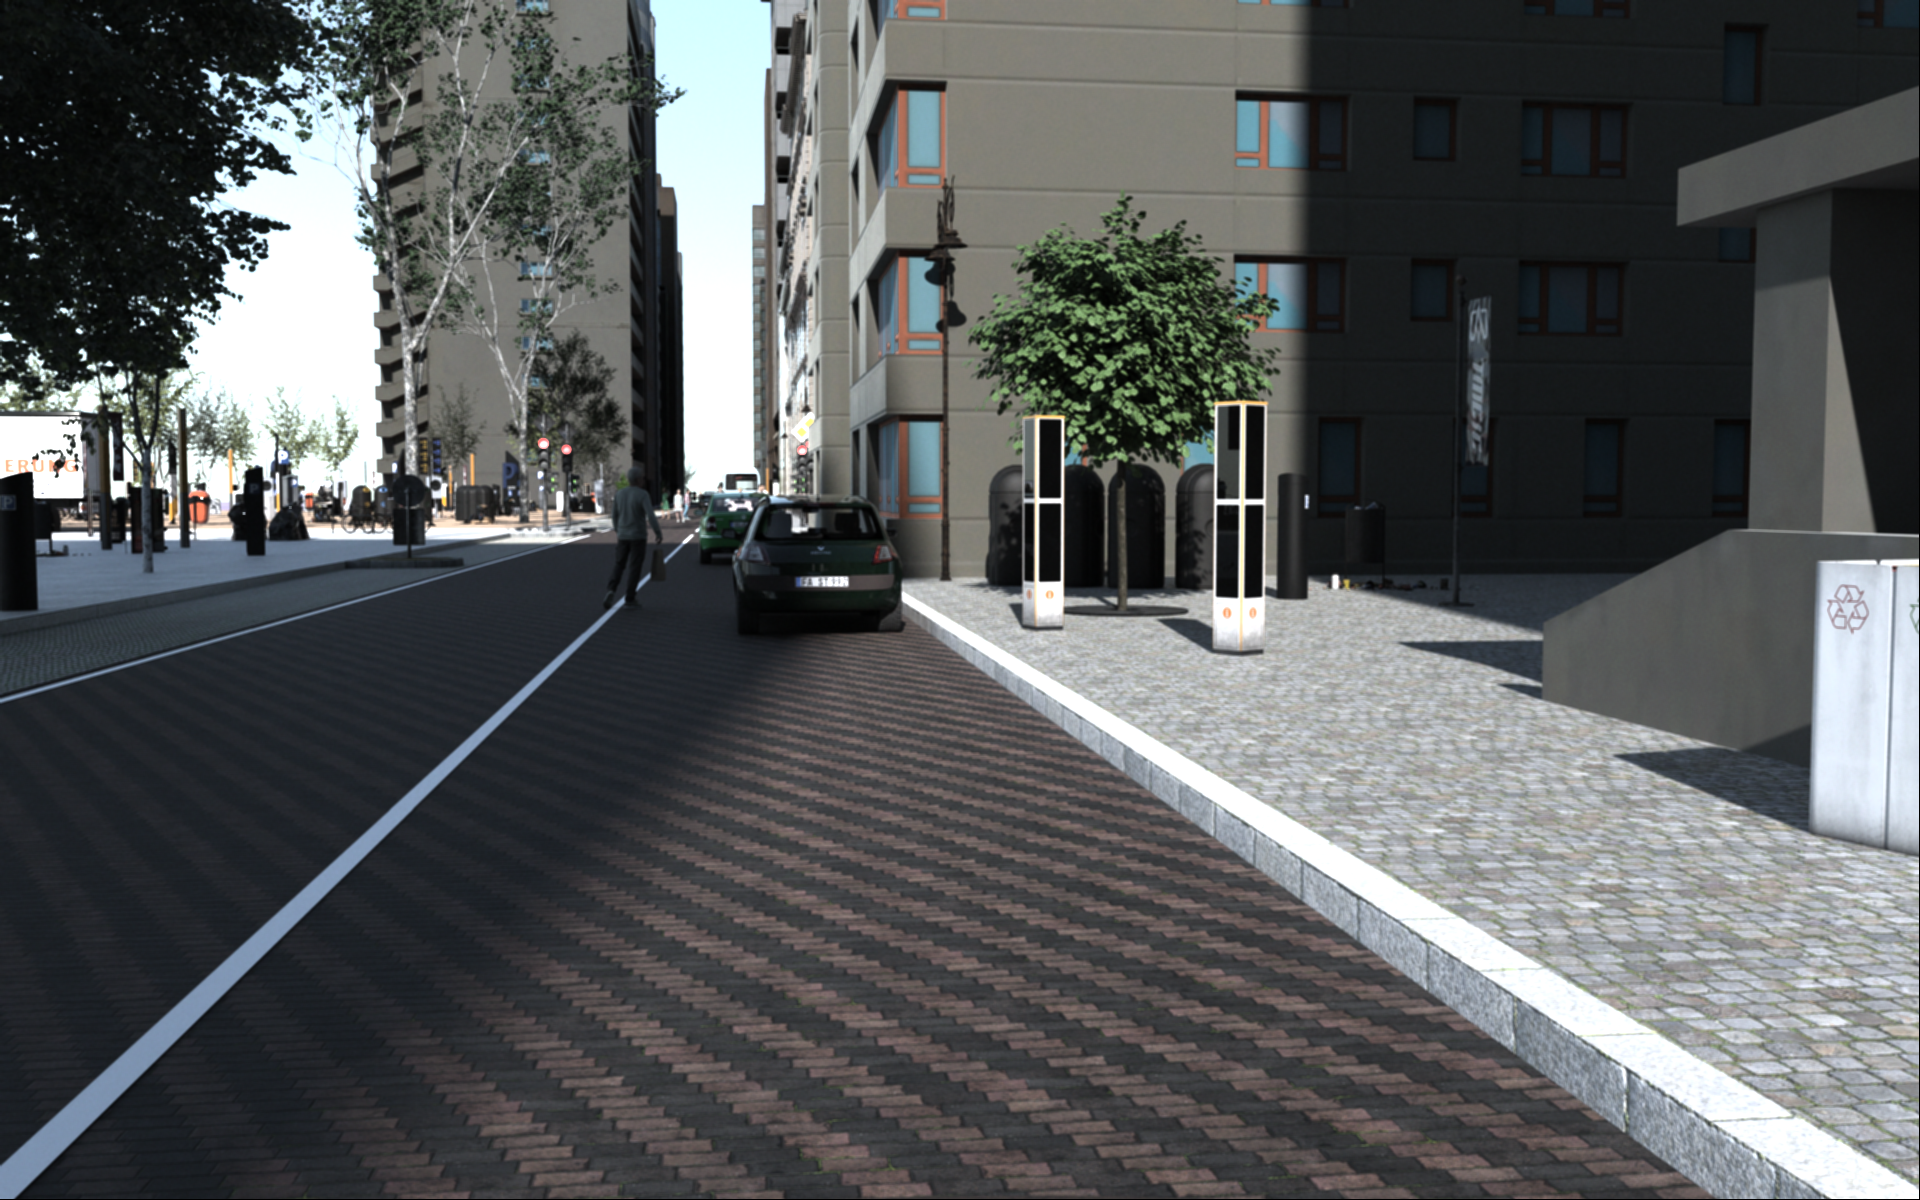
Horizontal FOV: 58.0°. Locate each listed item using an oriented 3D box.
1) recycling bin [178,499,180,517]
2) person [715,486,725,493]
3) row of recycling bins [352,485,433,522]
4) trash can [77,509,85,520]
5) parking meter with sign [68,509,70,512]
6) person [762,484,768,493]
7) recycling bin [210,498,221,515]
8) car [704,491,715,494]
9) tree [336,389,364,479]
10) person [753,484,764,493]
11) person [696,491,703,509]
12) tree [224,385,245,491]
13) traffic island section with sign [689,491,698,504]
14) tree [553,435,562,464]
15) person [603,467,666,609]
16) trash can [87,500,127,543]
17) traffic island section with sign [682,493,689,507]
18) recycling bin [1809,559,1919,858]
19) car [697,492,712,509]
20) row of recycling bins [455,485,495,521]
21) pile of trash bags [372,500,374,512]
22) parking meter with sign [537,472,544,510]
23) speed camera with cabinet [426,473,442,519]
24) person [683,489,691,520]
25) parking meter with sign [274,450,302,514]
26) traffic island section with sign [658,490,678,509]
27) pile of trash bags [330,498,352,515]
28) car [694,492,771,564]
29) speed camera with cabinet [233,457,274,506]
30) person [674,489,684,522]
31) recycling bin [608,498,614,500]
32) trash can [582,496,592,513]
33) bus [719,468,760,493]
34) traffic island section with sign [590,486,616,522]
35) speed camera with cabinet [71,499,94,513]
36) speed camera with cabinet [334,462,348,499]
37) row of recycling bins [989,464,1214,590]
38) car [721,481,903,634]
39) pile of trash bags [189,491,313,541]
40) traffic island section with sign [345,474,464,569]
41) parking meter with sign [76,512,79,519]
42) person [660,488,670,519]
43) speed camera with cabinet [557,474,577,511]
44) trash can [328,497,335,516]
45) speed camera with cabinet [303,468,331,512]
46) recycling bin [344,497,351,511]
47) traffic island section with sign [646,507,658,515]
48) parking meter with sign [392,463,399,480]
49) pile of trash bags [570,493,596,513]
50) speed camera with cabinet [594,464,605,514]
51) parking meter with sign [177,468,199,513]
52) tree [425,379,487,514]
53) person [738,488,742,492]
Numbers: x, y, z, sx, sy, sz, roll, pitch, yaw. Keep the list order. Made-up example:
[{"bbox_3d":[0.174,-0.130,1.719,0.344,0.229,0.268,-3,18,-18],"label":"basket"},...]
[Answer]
[{"bbox_3d":[-44.107,-5.278,98.853,0.722,1.027,0.722,1,4,14],"label":"recycling bin"},{"bbox_3d":[-11.712,-4.706,85.244,0.655,1.846,0.447,-3,4,-39],"label":"person"},{"bbox_3d":[-26.356,-4.483,80.408,3.534,1.692,1.069,-1,4,-22],"label":"row of recycling bins"},{"bbox_3d":[-44.076,-4.612,87.066,0.748,1.137,0.748,0,3,0],"label":"trash can"},{"bbox_3d":[-58.706,-7.292,115.493,0.543,3.016,1.738,1,4,15],"label":"parking meter with sign"},{"bbox_3d":[-8.197,-3.883,72.085,0.679,1.850,0.850,3,4,37],"label":"person"},{"bbox_3d":[-46.424,-5.817,107.669,0.722,1.027,0.722,-3,5,-40],"label":"recycling bin"},{"bbox_3d":[-33.280,-13.570,230.545,2.281,1.827,5.304,0,4,-8],"label":"car"},{"bbox_3d":[-43.527,-10.442,121.082,4.737,8.622,4.395,0,3,0],"label":"tree"},{"bbox_3d":[-8.029,-3.709,69.113,0.622,1.834,0.822,-3,5,-44],"label":"person"},{"bbox_3d":[-25.809,-9.930,171.382,0.750,1.759,0.617,-2,4,-34],"label":"person"},{"bbox_3d":[-48.754,-10.177,116.748,4.737,8.622,4.395,0,3,0],"label":"tree"},{"bbox_3d":[-38.429,-14.576,246.946,1.989,1.847,2.006,0,4,-7],"label":"traffic island section with sign"},{"bbox_3d":[-29.407,-11.255,134.375,4.360,8.622,3.978,0,3,0],"label":"tree"},{"bbox_3d":[-4.039,-0.774,21.633,0.782,1.767,0.515,1,4,22],"label":"person"},{"bbox_3d":[-22.107,-2.050,45.167,0.748,1.137,0.748,0,3,0],"label":"trash can"},{"bbox_3d":[-31.259,-11.190,191.591,1.989,1.847,2.006,0,4,-7],"label":"traffic island section with sign"},{"bbox_3d":[3.664,0.380,6.347,0.722,1.027,0.722,-1,4,-23],"label":"recycling bin"},{"bbox_3d":[-24.156,-9.542,165.793,2.009,1.686,4.222,-1,4,-9],"label":"car"},{"bbox_3d":[-22.980,-4.573,81.880,1.069,1.692,3.534,-2,4,-35],"label":"row of recycling bins"},{"bbox_3d":[-44.215,-7.217,127.744,3.447,1.369,1.912,0,4,6],"label":"pile of trash bags"},{"bbox_3d":[-32.354,-8.415,133.851,0.543,3.016,1.738,-1,4,-14],"label":"parking meter with sign"},{"bbox_3d":[-27.437,-5.735,88.109,2.038,3.252,0.660,-2,4,-33],"label":"speed camera with cabinet"},{"bbox_3d":[-15.402,-5.392,97.493,0.643,1.720,0.563,-2,4,-24],"label":"person"},{"bbox_3d":[-26.549,-4.426,68.622,0.543,3.016,1.738,-3,5,-41],"label":"parking meter with sign"},{"bbox_3d":[-27.800,-9.555,164.858,1.989,1.847,2.006,0,4,-7],"label":"traffic island section with sign"},{"bbox_3d":[-36.781,-5.633,101.848,3.447,1.369,1.912,0,4,-5],"label":"pile of trash bags"},{"bbox_3d":[-4.693,-1.726,37.022,1.959,1.807,4.718,-1,4,-9],"label":"car"},{"bbox_3d":[-37.876,-6.022,92.790,2.038,3.252,0.660,-1,4,-17],"label":"speed camera with cabinet"},{"bbox_3d":[-14.372,-4.833,88.528,0.512,1.701,0.522,-1,4,-20],"label":"person"},{"bbox_3d":[-26.060,-7.198,130.247,0.722,1.027,0.722,-1,4,-13],"label":"recycling bin"},{"bbox_3d":[-24.986,-6.385,116.055,0.748,1.137,0.748,0,3,0],"label":"trash can"},{"bbox_3d":[-16.383,-8.192,128.799,2.948,3.499,13.247,-1,4,-8],"label":"bus"},{"bbox_3d":[-17.997,-4.927,89.181,1.989,1.847,2.006,0,4,-7],"label":"traffic island section with sign"},{"bbox_3d":[-54.114,-6.902,107.177,0.660,3.252,2.038,1,4,12],"label":"speed camera with cabinet"},{"bbox_3d":[-37.035,-6.807,105.623,2.038,3.252,0.660,-1,4,-9],"label":"speed camera with cabinet"},{"bbox_3d":[2.060,-1.032,23.978,3.534,1.692,1.069,1,4,21],"label":"row of recycling bins"},{"bbox_3d":[-1.640,-0.576,19.205,2.009,1.686,4.222,0,4,-8],"label":"car"},{"bbox_3d":[-19.954,-2.367,48.451,3.447,1.369,1.912,0,4,6],"label":"pile of trash bags"},{"bbox_3d":[-10.866,-1.555,34.048,1.989,1.847,2.006,0,4,-7],"label":"traffic island section with sign"},{"bbox_3d":[-45.324,-5.688,89.256,0.543,3.016,1.738,-2,4,-24],"label":"parking meter with sign"},{"bbox_3d":[-16.805,-5.502,98.710,0.529,1.795,0.600,1,4,9],"label":"person"},{"bbox_3d":[-29.334,-8.256,129.323,0.660,3.252,2.038,1,4,18],"label":"speed camera with cabinet"},{"bbox_3d":[-36.173,-5.364,99.361,0.748,1.137,0.748,0,3,0],"label":"trash can"},{"bbox_3d":[-47.053,-8.107,126.889,2.038,3.252,0.660,-2,4,-23],"label":"speed camera with cabinet"},{"bbox_3d":[-48.033,-7.512,135.371,0.722,1.027,0.722,-3,4,-38],"label":"recycling bin"},{"bbox_3d":[-21.467,-6.562,115.913,1.989,1.847,2.006,0,4,-7],"label":"traffic island section with sign"},{"bbox_3d":[-31.235,-6.239,98.273,1.738,3.016,0.543,-3,5,-45],"label":"parking meter with sign"},{"bbox_3d":[-25.691,-6.647,118.426,1.912,1.369,3.447,1,4,14],"label":"pile of trash bags"},{"bbox_3d":[-23.725,-7.320,114.022,0.660,3.252,2.038,0,4,-8],"label":"speed camera with cabinet"},{"bbox_3d":[-52.409,-7.395,117.176,1.738,3.016,0.543,-2,4,-30],"label":"parking meter with sign"},{"bbox_3d":[-32.451,-9.837,111.190,4.360,8.622,3.978,0,3,0],"label":"tree"},{"bbox_3d":[-12.743,-5.607,100.533,0.624,1.780,0.694,2,4,32],"label":"person"}]
